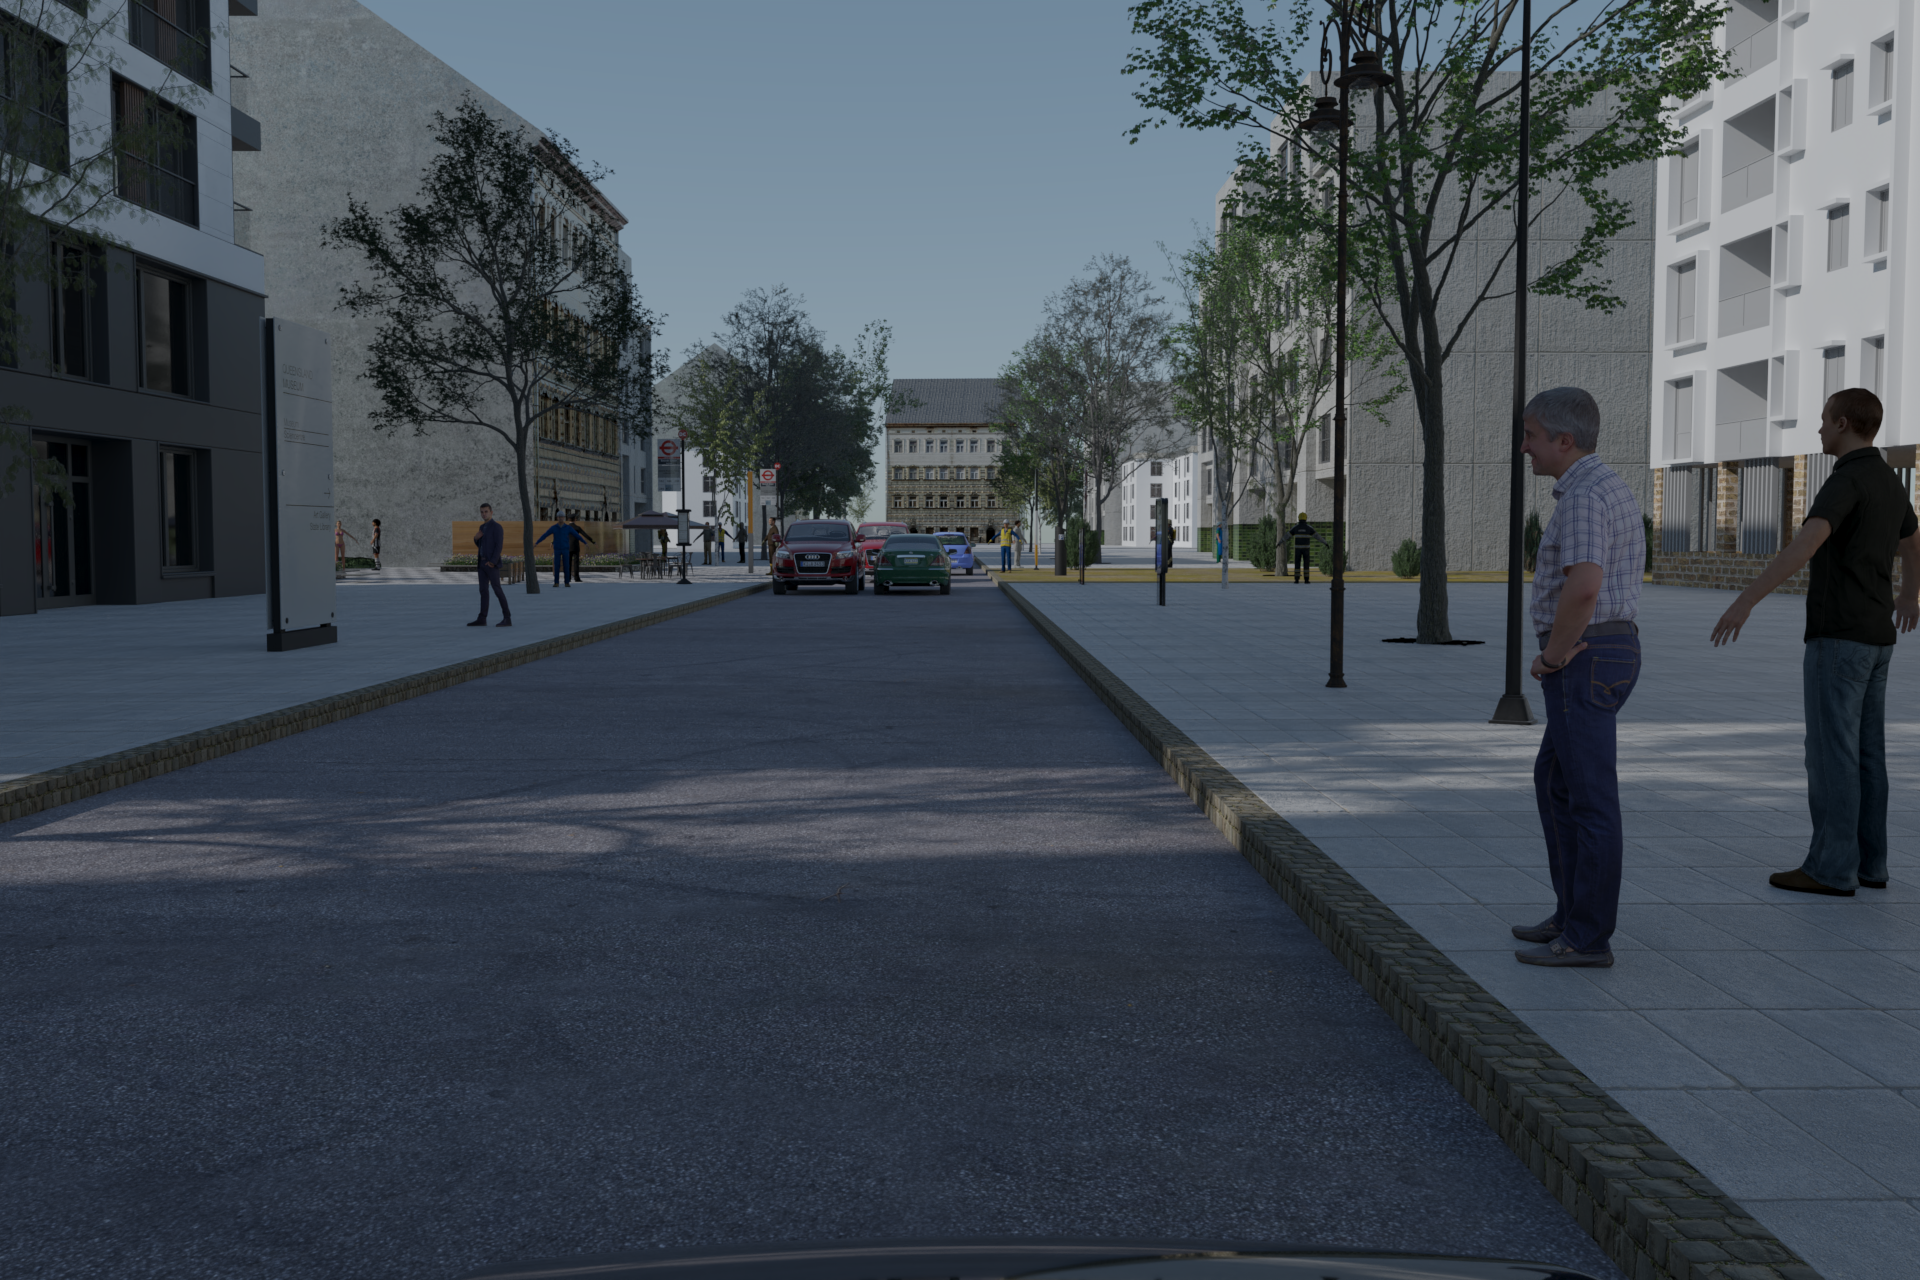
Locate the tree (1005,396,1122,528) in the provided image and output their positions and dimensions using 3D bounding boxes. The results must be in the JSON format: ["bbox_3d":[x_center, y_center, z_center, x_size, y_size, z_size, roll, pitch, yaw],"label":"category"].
[{"bbox_3d":[6.025,-10.017,98.186,7.601,10.594,8.767,-2,4,-34],"label":"tree"}]

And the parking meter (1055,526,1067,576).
[{"bbox_3d":[3.108,-2.752,53.403,0.372,1.533,0.369,0,3,0],"label":"parking meter"}]

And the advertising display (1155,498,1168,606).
[{"bbox_3d":[3.627,-1.589,31.187,0.123,1.923,0.974,0,4,0],"label":"advertising display"}]

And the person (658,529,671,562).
[{"bbox_3d":[-12.899,-4.279,75.731,0.705,1.858,1.354,0,4,2],"label":"person"}]

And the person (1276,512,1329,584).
[{"bbox_3d":[8.839,-2.382,44.711,1.351,1.858,0.704,1,4,15],"label":"person"}]

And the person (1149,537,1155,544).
[{"bbox_3d":[9.501,-4.500,82.844,0.991,1.433,0.599,2,4,24],"label":"person"}]

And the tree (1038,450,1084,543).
[{"bbox_3d":[15.012,-20.389,240.010,9.857,13.997,8.962,0,3,0],"label":"tree"}]

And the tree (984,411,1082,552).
[{"bbox_3d":[5.309,-11.482,122.135,7.601,10.594,8.767,-2,4,-26],"label":"tree"}]

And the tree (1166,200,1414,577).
[{"bbox_3d":[9.908,-7.745,52.386,9.928,11.665,9.643,0,3,0],"label":"tree"}]

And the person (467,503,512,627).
[{"bbox_3d":[-6.541,-1.044,24.037,0.530,1.710,0.541,-3,4,-37],"label":"person"}]

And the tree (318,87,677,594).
[{"bbox_3d":[-9.531,-6.273,36.980,7.601,10.594,8.767,0,4,0],"label":"tree"}]

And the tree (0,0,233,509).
[{"bbox_3d":[-9.543,-3.977,15.380,4.360,8.622,3.978,0,3,0],"label":"tree"}]

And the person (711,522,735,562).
[{"bbox_3d":[-10.895,-4.451,78.737,1.349,1.833,0.705,-1,4,-14],"label":"person"}]

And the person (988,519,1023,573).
[{"bbox_3d":[1.505,-3.109,57.294,1.216,1.772,0.721,1,4,22],"label":"person"}]

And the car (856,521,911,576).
[{"bbox_3d":[-2.326,-2.680,52.488,2.281,1.827,5.304,0,4,-1],"label":"car"}]

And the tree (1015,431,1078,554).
[{"bbox_3d":[5.260,-9.738,109.576,4.737,8.622,4.395,0,3,0],"label":"tree"}]

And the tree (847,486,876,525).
[{"bbox_3d":[-13.946,-17.868,242.497,4.737,8.622,4.395,0,3,0],"label":"tree"}]

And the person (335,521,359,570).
[{"bbox_3d":[-20.794,-3.135,58.067,1.217,1.733,0.721,-2,4,-24],"label":"person"}]

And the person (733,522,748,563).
[{"bbox_3d":[-9.654,-4.300,76.436,0.705,1.813,1.348,-2,4,-33],"label":"person"}]

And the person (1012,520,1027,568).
[{"bbox_3d":[2.215,-3.629,65.517,0.705,1.806,1.347,1,4,22],"label":"person"}]

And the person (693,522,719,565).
[{"bbox_3d":[-10.545,-4.032,72.202,1.348,1.796,0.705,2,4,31],"label":"person"}]

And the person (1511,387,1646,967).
[{"bbox_3d":[1.791,0.112,5.145,0.436,1.711,0.756,3,4,37],"label":"person"}]

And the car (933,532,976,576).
[{"bbox_3d":[-0.396,-3.143,60.973,1.945,1.707,3.694,0,4,-1],"label":"car"}]

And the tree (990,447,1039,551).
[{"bbox_3d":[4.638,-11.150,132.664,4.737,8.622,4.395,0,3,0],"label":"tree"}]

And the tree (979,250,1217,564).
[{"bbox_3d":[6.103,-10.036,74.459,12.009,13.543,11.850,0,3,0],"label":"tree"}]

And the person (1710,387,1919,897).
[{"bbox_3d":[3.175,-0.002,6.250,1.348,1.803,0.705,-3,4,-37],"label":"person"}]

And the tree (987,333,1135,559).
[{"bbox_3d":[5.242,-9.959,88.591,9.928,11.665,9.643,0,3,0],"label":"tree"}]

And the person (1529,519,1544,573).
[{"bbox_3d":[19.140,-3.162,57.556,1.347,1.847,0.705,-1,4,-16],"label":"person"}]

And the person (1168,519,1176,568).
[{"bbox_3d":[7.903,-3.666,65.714,0.705,1.856,1.354,2,4,28],"label":"person"}]

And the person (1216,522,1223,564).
[{"bbox_3d":[11.121,-4.151,73.992,0.704,1.817,1.347,1,4,17],"label":"person"}]

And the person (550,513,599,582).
[{"bbox_3d":[-10.309,-2.461,46.166,1.347,1.837,0.705,1,4,9],"label":"person"}]

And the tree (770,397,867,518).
[{"bbox_3d":[-10.679,-12.433,129.042,9.928,11.665,9.643,0,3,0],"label":"tree"}]

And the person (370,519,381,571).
[{"bbox_3d":[-20.538,-3.347,60.872,0.704,1.843,1.345,-1,4,-14],"label":"person"}]

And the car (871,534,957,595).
[{"bbox_3d":[-1.131,-1.868,42.338,2.131,1.459,4.920,0,3,0],"label":"car"}]

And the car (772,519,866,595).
[{"bbox_3d":[-3.427,-2.079,42.662,2.281,1.827,5.304,0,4,0],"label":"car"}]

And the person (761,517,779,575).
[{"bbox_3d":[-5.853,-2.920,53.874,0.704,1.812,1.346,-2,4,-26],"label":"person"}]

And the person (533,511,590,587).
[{"bbox_3d":[-9.641,-2.202,41.886,1.347,1.842,0.705,-1,4,-11],"label":"person"}]

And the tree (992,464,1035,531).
[{"bbox_3d":[5.083,-12.333,152.010,4.360,8.622,3.978,0,3,0],"label":"tree"}]
